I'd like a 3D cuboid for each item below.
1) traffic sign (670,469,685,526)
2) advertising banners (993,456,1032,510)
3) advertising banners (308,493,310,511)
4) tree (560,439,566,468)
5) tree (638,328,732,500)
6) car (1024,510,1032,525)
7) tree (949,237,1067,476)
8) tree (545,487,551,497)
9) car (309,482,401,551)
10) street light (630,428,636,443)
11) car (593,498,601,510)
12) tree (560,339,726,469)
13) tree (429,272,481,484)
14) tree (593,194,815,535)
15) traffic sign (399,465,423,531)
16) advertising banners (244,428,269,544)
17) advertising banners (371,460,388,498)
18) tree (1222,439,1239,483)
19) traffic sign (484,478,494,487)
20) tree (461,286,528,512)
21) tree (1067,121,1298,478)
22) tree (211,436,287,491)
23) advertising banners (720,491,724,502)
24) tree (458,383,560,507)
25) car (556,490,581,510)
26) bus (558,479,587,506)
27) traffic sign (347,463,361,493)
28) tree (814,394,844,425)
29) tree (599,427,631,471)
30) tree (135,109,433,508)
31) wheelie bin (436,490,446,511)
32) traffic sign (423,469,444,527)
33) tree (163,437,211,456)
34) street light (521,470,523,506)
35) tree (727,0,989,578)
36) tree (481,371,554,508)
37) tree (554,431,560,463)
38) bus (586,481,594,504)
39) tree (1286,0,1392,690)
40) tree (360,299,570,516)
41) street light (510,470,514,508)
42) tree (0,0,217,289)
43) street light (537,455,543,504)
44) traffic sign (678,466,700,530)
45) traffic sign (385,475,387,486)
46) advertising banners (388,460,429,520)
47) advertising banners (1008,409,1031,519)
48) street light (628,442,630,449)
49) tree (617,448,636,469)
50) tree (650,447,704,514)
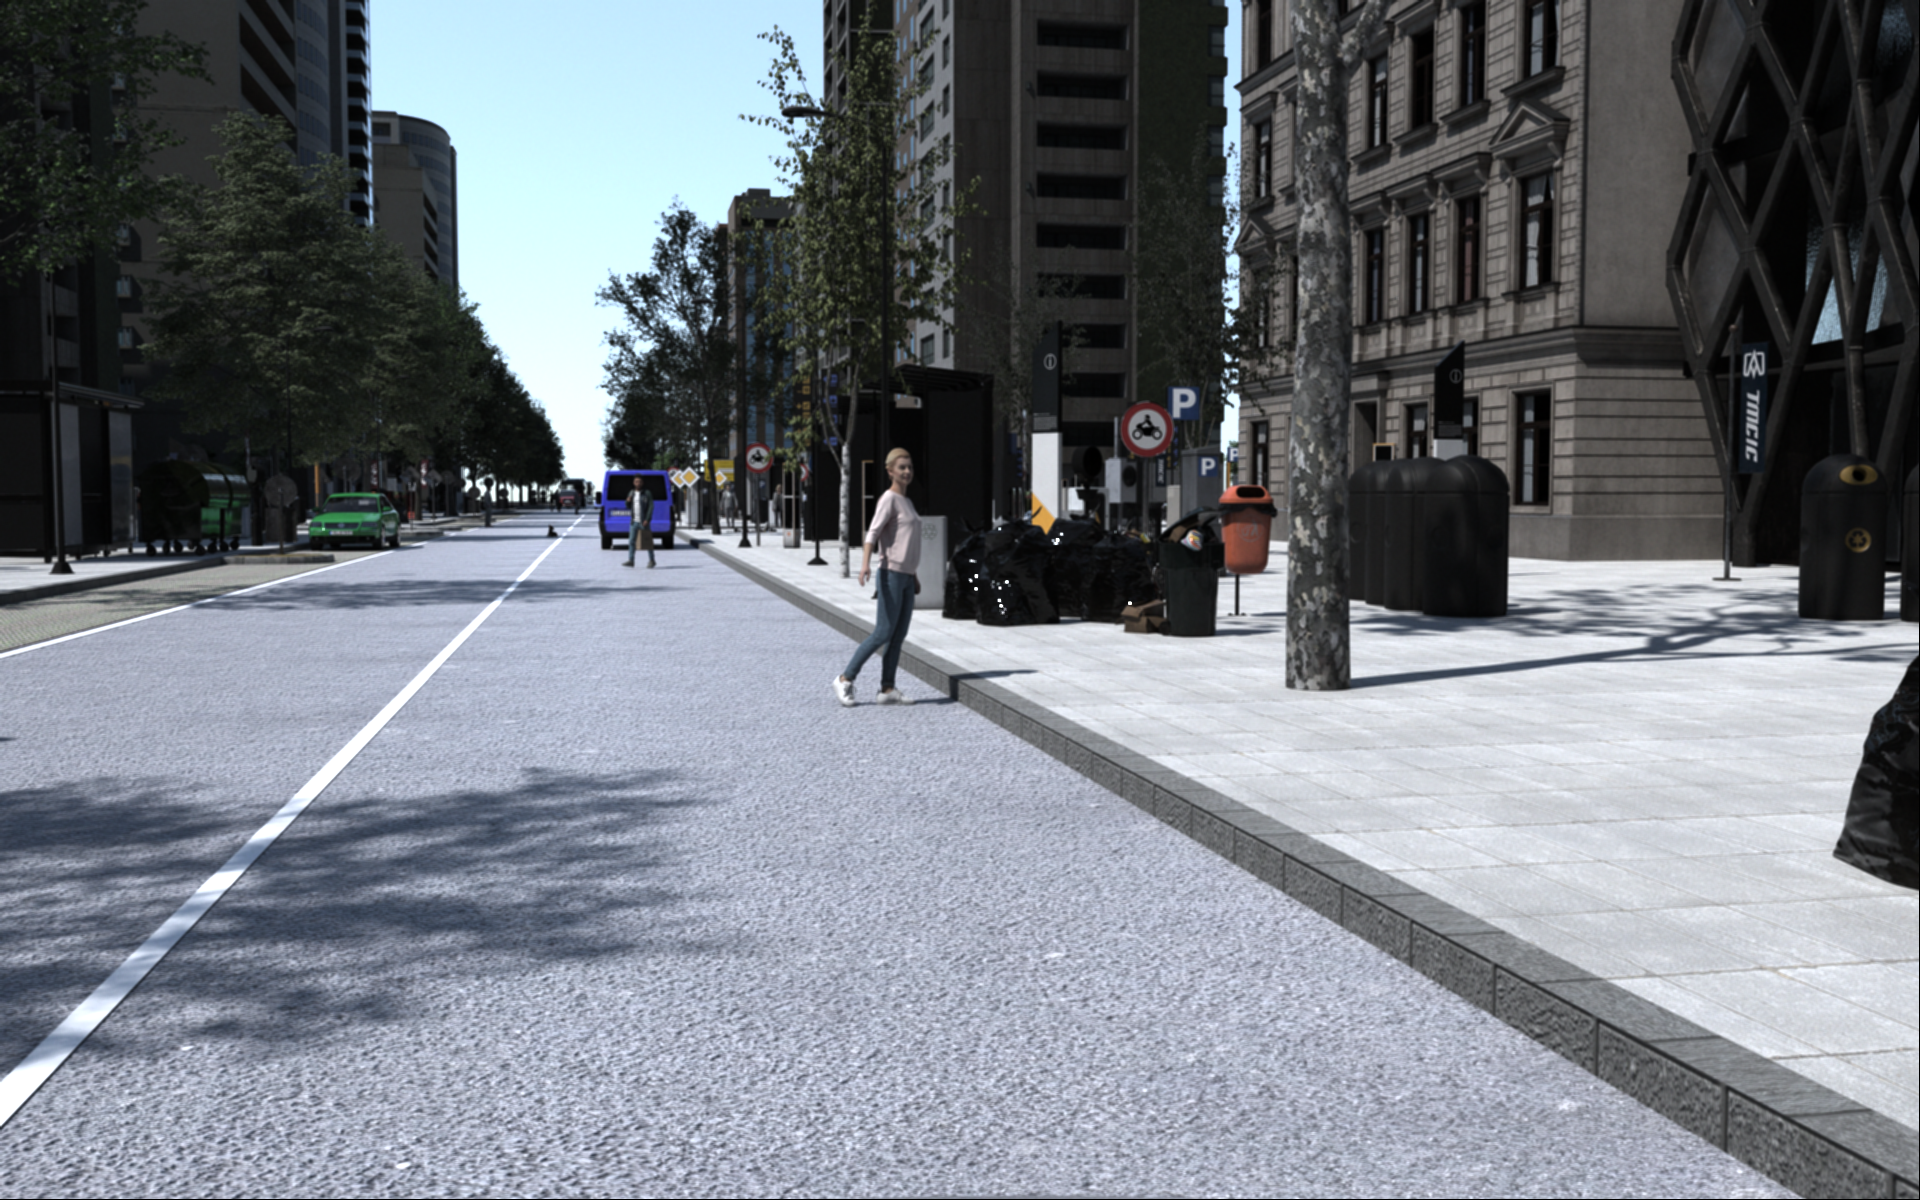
[{"bbox_3d":[-11.286,-4.047,69.803,0.795,2.450,0.064,-1,4,-12],"label":"traffic sign"},{"bbox_3d":[2.475,-5.082,79.271,2.074,3.025,0.090,2,4,25],"label":"advertising banners"},{"bbox_3d":[-50.094,-8.212,130.459,2.074,3.025,0.090,-1,4,-16],"label":"advertising banners"},{"bbox_3d":[-61.551,-20.578,254.573,7.486,12.596,7.792,0,3,0],"label":"tree"},{"bbox_3d":[-11.717,-7.561,73.989,4.360,8.622,3.978,0,3,0],"label":"tree"},{"bbox_3d":[4.804,-3.528,69.678,4.499,1.417,2.014,-1,4,-13],"label":"car"},{"bbox_3d":[1.918,-6.025,48.873,4.360,8.622,3.978,0,3,0],"label":"tree"},{"bbox_3d":[-65.577,-19.859,275.048,4.737,8.622,4.395,0,3,0],"label":"tree"},{"bbox_3d":[-15.714,-2.219,45.069,1.959,1.807,4.718,-1,4,-10],"label":"car"},{"bbox_3d":[-22.308,-9.153,122.195,1.470,5.913,1.316,-1,4,-12],"label":"street light"},{"bbox_3d":[-32.603,-9.111,158.562,1.945,1.707,3.694,-1,4,-12],"label":"car"},{"bbox_3d":[-22.019,-13.446,130.209,12.009,13.543,11.850,0,3,0],"label":"tree"},{"bbox_3d":[-24.607,-9.465,72.882,7.486,12.596,7.792,0,3,0],"label":"tree"},{"bbox_3d":[-8.050,-7.347,54.535,7.601,10.594,8.767,0,4,-2],"label":"tree"},{"bbox_3d":[-19.036,-3.452,60.090,0.795,2.450,0.064,-1,4,-12],"label":"traffic sign"},{"bbox_3d":[-18.483,-3.016,45.498,0.090,3.025,2.074,-3,4,-36],"label":"advertising banners"},{"bbox_3d":[-29.057,-5.630,88.231,2.074,3.025,0.090,-2,4,-25],"label":"advertising banners"},{"bbox_3d":[14.548,-6.241,85.761,4.285,4.588,4.351,0,3,0],"label":"tree"},{"bbox_3d":[-36.771,-8.263,135.199,0.768,2.556,0.104,-1,4,-9],"label":"traffic sign"},{"bbox_3d":[-25.647,-9.563,82.107,9.928,11.665,9.643,0,3,0],"label":"tree"},{"bbox_3d":[5.057,-5.196,35.325,4.360,8.622,3.978,0,3,0],"label":"tree"},{"bbox_3d":[-38.481,-6.816,95.152,4.285,4.588,4.351,0,3,0],"label":"tree"},{"bbox_3d":[-13.782,-6.646,104.846,2.074,3.025,0.090,-1,4,-22],"label":"advertising banners"},{"bbox_3d":[-45.795,-16.118,173.903,12.009,13.543,11.850,0,3,0],"label":"tree"},{"bbox_3d":[-35.433,-9.053,156.694,2.281,1.827,5.304,-1,4,-11],"label":"car"},{"bbox_3d":[-44.565,-12.544,199.958,2.948,3.499,13.247,-1,4,-10],"label":"bus"},{"bbox_3d":[-23.909,-4.153,68.002,0.768,2.556,0.104,0,4,-6],"label":"traffic sign"},{"bbox_3d":[-8.772,-10.369,119.898,4.360,8.622,3.978,0,3,0],"label":"tree"},{"bbox_3d":[-46.602,-19.474,244.147,9.928,11.665,9.643,0,3,0],"label":"tree"},{"bbox_3d":[-20.821,-8.205,52.286,7.486,12.596,7.792,0,3,0],"label":"tree"},{"bbox_3d":[-38.285,-7.340,127.910,0.693,1.594,0.980,0,4,-4],"label":"wheelie bin"},{"bbox_3d":[-20.641,-3.931,67.912,0.795,2.450,0.064,-1,4,-12],"label":"traffic sign"},{"bbox_3d":[-44.527,-7.142,100.477,4.285,4.588,4.351,0,3,0],"label":"tree"},{"bbox_3d":[-41.626,-11.645,162.944,1.470,5.913,1.316,-1,4,-12],"label":"street light"},{"bbox_3d":[-1.689,-4.657,26.506,4.737,8.622,4.395,0,3,0],"label":"tree"},{"bbox_3d":[-40.902,-14.462,154.575,7.486,12.596,7.792,0,3,0],"label":"tree"},{"bbox_3d":[-50.697,-17.121,198.060,7.486,12.596,7.792,0,3,0],"label":"tree"},{"bbox_3d":[-53.374,-15.322,245.369,2.948,3.499,13.247,-1,4,-10],"label":"bus"},{"bbox_3d":[1.450,-9.409,9.719,12.611,20.169,13.585,0,3,0],"label":"tree"},{"bbox_3d":[-29.702,-11.214,100.349,9.611,12.733,9.660,0,3,0],"label":"tree"},{"bbox_3d":[-37.561,-10.390,142.416,1.470,5.913,1.316,-1,4,-12],"label":"street light"},{"bbox_3d":[-13.221,-5.831,21.086,9.928,11.665,9.643,0,3,0],"label":"tree"},{"bbox_3d":[-49.998,-14.146,203.832,1.470,5.913,1.316,-1,4,-12],"label":"street light"},{"bbox_3d":[-9.682,-3.568,61.981,0.795,2.450,0.064,-1,4,-12],"label":"traffic sign"},{"bbox_3d":[-30.556,-5.560,93.041,0.606,2.300,0.079,-1,4,-9],"label":"traffic sign"},{"bbox_3d":[-27.656,-5.562,87.134,2.074,3.025,0.090,1,4,9],"label":"advertising banners"},{"bbox_3d":[1.187,-2.377,35.060,0.090,3.025,2.074,1,4,11],"label":"advertising banners"},{"bbox_3d":[-26.406,-10.409,142.725,1.470,5.913,1.316,-1,4,-12],"label":"street light"},{"bbox_3d":[-35.395,-14.826,192.765,4.737,8.622,4.395,0,3,0],"label":"tree"},{"bbox_3d":[-18.212,-7.812,111.440,4.285,4.588,4.351,0,3,0],"label":"tree"}]
